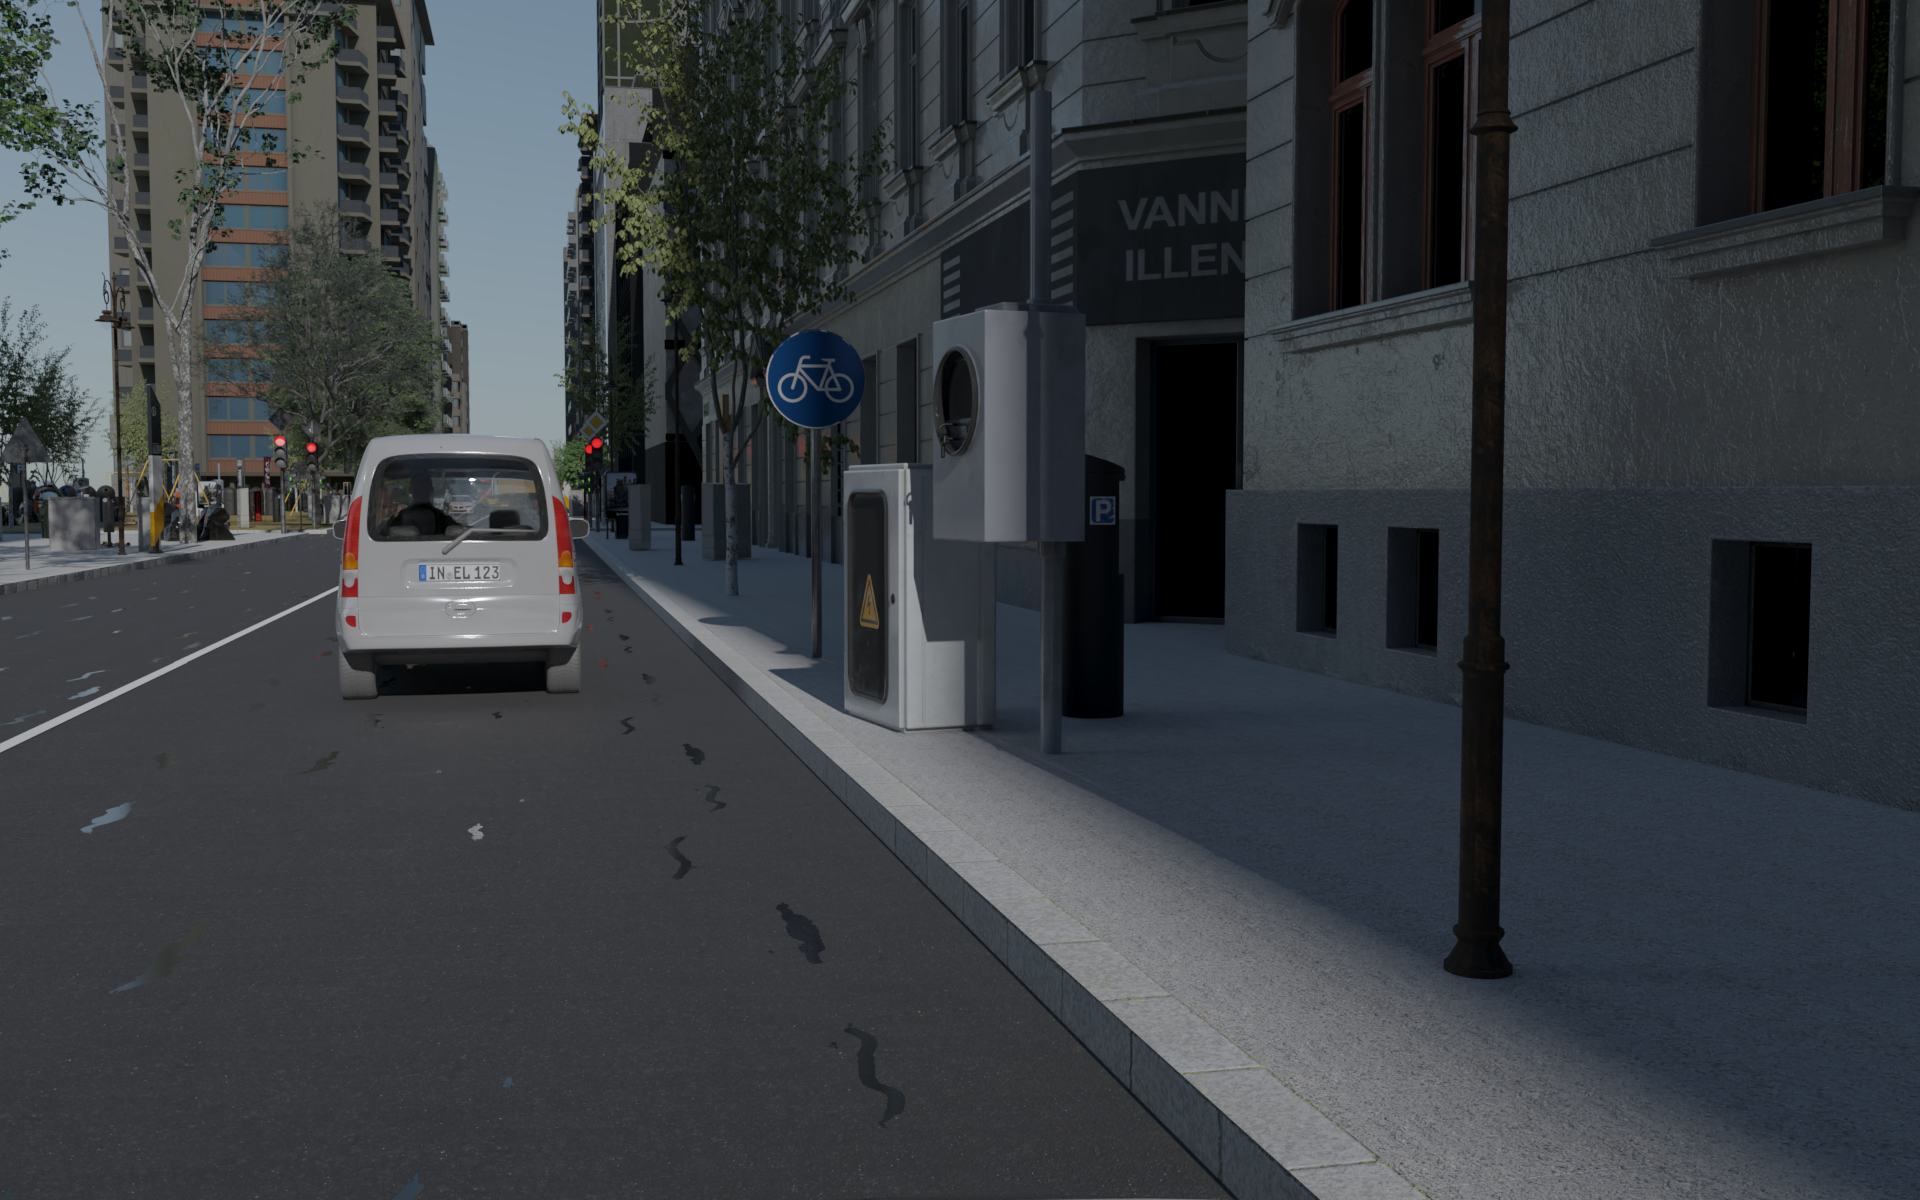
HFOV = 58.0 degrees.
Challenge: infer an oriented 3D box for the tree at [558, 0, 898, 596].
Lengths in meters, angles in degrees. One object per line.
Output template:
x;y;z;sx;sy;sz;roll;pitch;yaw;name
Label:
-2.842;-4.347;21.428;4.737;8.622;4.395;0;3;0;tree

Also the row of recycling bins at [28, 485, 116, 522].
-40.884;-4.463;80.084;3.534;1.692;1.069;0;4;-6;row of recycling bins

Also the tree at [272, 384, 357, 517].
-36.386;-8.981;97.206;4.360;8.622;3.978;0;3;0;tree

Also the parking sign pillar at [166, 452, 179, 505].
-50.840;-7.581;112.420;1.447;3.967;1.447;1;4;17;parking sign pillar

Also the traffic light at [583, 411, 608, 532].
-12.228;-4.239;58.235;0.839;4.253;0.868;-1;4;-14;traffic light

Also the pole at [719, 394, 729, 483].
-4.822;-2.546;35.466;0.158;3.312;0.155;0;3;0;pole

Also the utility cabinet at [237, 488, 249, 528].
-27.160;-3.480;65.574;0.318;1.500;1.173;-2;4;-28;utility cabinet

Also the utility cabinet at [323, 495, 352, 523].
-27.675;-4.017;76.845;1.020;1.237;0.306;-1;4;-11;utility cabinet

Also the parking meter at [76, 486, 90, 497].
-26.921;-2.740;53.210;0.372;1.533;0.369;0;3;0;parking meter

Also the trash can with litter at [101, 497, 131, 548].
-20.766;-1.895;42.049;1.678;1.210;2.233;-2;4;-29;trash can with litter

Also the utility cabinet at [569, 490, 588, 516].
-21.892;-5.546;99.359;0.318;1.500;1.173;2;4;34;utility cabinet

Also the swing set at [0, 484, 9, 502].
-64.686;-7.239;115.971;2.862;2.851;3.119;-1;4;-21;swing set

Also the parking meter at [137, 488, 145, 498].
-54.174;-6.660;114.607;0.399;1.863;0.255;1;4;9;parking meter

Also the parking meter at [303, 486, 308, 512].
-45.661;-7.040;120.807;0.255;1.863;0.399;-2;4;-34;parking meter

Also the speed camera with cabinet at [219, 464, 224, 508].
-48.012;-7.243;112.766;0.660;3.252;2.038;0;4;7;speed camera with cabinet

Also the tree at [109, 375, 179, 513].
-50.561;-9.673;108.514;4.737;8.622;4.395;0;3;0;tree

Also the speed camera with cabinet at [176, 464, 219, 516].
-43.914;-6.431;99.488;2.038;3.252;0.660;0;4;-3;speed camera with cabinet

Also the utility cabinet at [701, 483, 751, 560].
-4.555;-1.542;33.883;0.318;1.500;1.173;2;4;30;utility cabinet

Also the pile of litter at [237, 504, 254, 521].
-34.396;-4.268;83.751;1.176;0.858;1.719;0;4;0;pile of litter

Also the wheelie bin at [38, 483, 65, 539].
-26.275;-2.583;50.135;0.693;1.594;0.980;-3;5;-41;wheelie bin

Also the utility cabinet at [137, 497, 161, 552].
-18.295;-1.707;39.064;0.306;1.237;1.020;-1;4;-14;utility cabinet

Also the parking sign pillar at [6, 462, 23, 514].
-58.711;-7.310;107.995;1.447;3.967;1.447;3;4;37;parking sign pillar

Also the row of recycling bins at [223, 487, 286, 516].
-42.417;-5.903;103.622;3.534;1.692;1.069;1;4;9;row of recycling bins

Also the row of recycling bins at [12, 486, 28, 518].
-50.479;-5.317;94.046;1.069;1.692;3.534;0;4;-7;row of recycling bins

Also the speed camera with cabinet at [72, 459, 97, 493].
-48.997;-6.319;97.652;0.660;3.252;2.038;1;4;20;speed camera with cabinet

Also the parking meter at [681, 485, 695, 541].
-7.463;-2.394;47.547;0.372;1.533;0.369;0;3;0;parking meter

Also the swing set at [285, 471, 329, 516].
-38.375;-6.392;102.133;2.862;2.851;3.119;0;4;-8;swing set

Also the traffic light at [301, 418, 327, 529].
-23.748;-4.570;63.635;0.839;4.253;0.868;-1;4;-14;traffic light

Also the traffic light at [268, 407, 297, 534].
-21.853;-4.095;55.877;0.839;4.253;0.868;-1;4;-14;traffic light

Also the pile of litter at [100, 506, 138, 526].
-33.965;-3.441;70.218;1.719;0.858;1.176;-2;4;-23;pile of litter

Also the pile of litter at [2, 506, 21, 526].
-39.050;-3.443;70.261;1.719;0.858;1.176;-2;4;-32;pile of litter

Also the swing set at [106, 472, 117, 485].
-59.187;-7.710;123.670;3.119;2.851;2.862;-2;4;-27;swing set

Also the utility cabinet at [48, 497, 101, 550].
-20.290;-1.745;39.692;1.020;1.237;0.306;0;4;-7;utility cabinet

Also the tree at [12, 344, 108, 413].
-44.724;-8.265;85.493;4.360;8.622;3.978;0;3;0;tree

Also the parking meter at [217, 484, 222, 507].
-41.048;-5.511;95.810;0.255;1.863;0.399;1;4;16;parking meter

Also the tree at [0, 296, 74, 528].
-35.712;-7.032;65.339;4.737;8.622;4.395;0;3;0;tree

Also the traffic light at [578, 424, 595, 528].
-14.122;-4.714;65.993;0.839;4.253;0.868;-1;4;-14;traffic light

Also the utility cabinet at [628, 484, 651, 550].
-7.360;-1.901;39.761;0.318;1.500;1.173;0;4;0;utility cabinet

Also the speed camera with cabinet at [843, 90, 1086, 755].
-0.038;-0.908;9.175;0.660;3.252;2.038;-1;4;-23;speed camera with cabinet

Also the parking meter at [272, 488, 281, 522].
-30.944;-4.284;78.453;0.372;1.533;0.369;0;3;0;parking meter

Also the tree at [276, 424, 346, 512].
-42.163;-10.004;113.925;4.737;8.622;4.395;0;3;0;tree

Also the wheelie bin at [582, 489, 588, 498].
-22.987;-5.981;105.701;0.693;1.594;0.980;1;4;20;wheelie bin

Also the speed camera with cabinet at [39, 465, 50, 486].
-61.985;-7.601;118.606;2.038;3.252;0.660;1;4;11;speed camera with cabinet

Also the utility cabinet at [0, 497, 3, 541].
-26.665;-2.210;47.293;0.306;1.237;1.020;1;4;15;utility cabinet

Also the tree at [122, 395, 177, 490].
-59.973;-10.886;128.345;4.360;8.622;3.978;0;3;0;tree

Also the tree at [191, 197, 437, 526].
-26.319;-9.820;70.921;12.009;13.543;11.850;0;3;0;tree

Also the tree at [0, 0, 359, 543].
-21.505;-11.574;45.117;12.611;20.169;13.585;0;3;0;tree

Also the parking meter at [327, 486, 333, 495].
-48.048;-7.731;132.118;0.255;1.863;0.399;3;4;38;parking meter

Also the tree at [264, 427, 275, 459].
-47.546;-10.612;123.875;4.737;8.622;4.395;0;3;0;tree

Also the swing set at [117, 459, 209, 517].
-35.536;-4.914;77.963;3.119;2.851;2.862;2;4;32;swing set

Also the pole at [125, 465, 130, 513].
-57.790;-7.731;120.239;0.158;3.312;0.155;0;3;0;pole

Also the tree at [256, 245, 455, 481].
-30.530;-11.058;87.451;9.857;13.997;8.962;0;3;0;tree

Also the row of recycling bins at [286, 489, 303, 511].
-50.754;-7.605;131.459;1.069;1.692;3.534;1;4;13;row of recycling bins

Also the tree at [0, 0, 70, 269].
-15.532;-5.929;22.698;9.928;11.665;9.643;0;3;0;tree

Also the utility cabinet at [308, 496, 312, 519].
-33.109;-4.730;88.494;0.306;1.237;1.020;-1;4;-15;utility cabinet

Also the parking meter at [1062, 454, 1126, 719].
0.765;-0.098;10.019;0.372;1.533;0.369;0;3;0;parking meter
